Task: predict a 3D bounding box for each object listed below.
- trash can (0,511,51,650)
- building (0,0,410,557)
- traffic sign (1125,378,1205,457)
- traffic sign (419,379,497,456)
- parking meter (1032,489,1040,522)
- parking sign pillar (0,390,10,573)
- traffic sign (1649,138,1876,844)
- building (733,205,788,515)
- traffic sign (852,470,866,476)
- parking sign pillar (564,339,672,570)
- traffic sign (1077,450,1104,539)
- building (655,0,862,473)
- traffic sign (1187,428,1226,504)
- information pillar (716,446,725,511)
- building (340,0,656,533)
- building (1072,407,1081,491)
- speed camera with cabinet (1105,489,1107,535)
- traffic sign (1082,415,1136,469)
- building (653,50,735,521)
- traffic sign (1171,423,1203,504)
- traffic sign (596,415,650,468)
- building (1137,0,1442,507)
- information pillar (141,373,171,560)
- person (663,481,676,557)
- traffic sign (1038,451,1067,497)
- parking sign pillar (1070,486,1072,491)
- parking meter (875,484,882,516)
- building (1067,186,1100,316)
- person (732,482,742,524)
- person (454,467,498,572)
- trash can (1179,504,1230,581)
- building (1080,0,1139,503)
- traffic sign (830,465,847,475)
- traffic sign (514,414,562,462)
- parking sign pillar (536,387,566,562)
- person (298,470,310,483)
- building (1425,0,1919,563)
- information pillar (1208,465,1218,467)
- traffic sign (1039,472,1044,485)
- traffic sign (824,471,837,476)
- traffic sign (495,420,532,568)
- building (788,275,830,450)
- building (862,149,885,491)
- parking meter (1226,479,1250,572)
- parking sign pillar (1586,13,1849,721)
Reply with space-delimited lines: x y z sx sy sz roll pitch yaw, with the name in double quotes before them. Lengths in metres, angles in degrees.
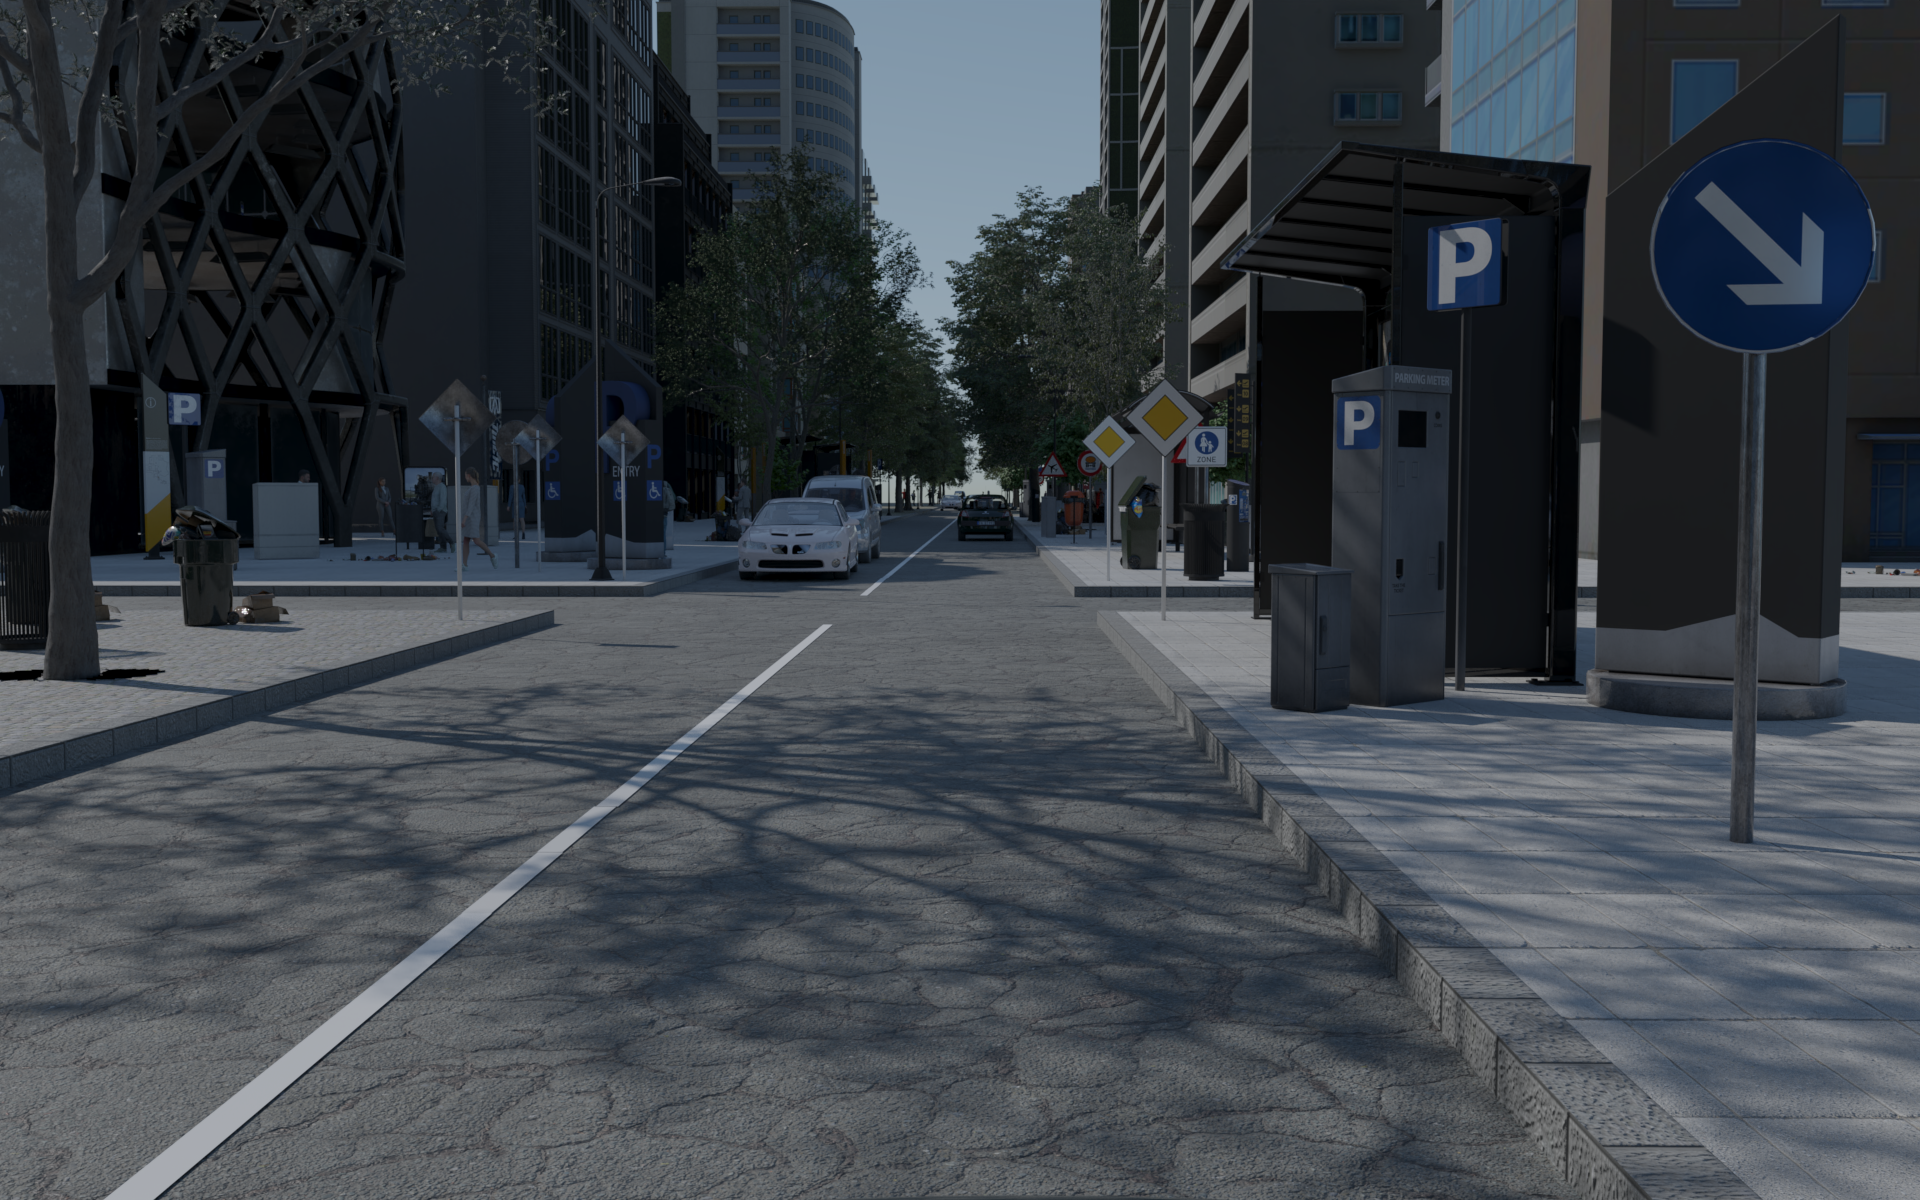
"trash can" -7.772 -0.169 14.414 0.748 1.137 0.748 0 3 0
"building" -22.830 -10.703 42.440 16.820 18.784 16.811 0 4 1
"traffic sign" 2.083 -0.935 17.480 0.795 2.593 0.064 0 4 1
"traffic sign" -5.110 -0.943 17.613 0.795 2.593 0.064 0 4 1
"parking meter" 3.474 -4.324 79.103 0.372 1.533 0.369 0 3 0
"parking sign pillar" -16.231 -2.447 28.474 1.447 3.967 1.447 0 4 4
"traffic sign" 2.886 -0.380 6.317 0.768 2.556 0.104 1 4 8
"building" -27.165 -16.550 115.640 27.650 21.520 28.899 0 4 1
"traffic sign" -5.287 -5.534 90.591 0.768 2.556 0.104 0 4 8
"parking sign pillar" -5.694 -2.524 29.742 1.447 3.967 1.447 3 4 38
"traffic sign" 3.746 -3.032 49.686 0.768 2.556 0.104 1 4 9
"building" -23.156 -40.651 206.643 21.231 58.520 28.212 0 4 1
"traffic sign" 3.746 -1.482 26.359 0.606 2.300 0.079 1 4 8
"information pillar" -11.740 -5.716 84.812 0.183 3.616 0.504 3 5 40
"building" -21.096 -16.812 68.379 14.314 27.812 24.014 0 4 1
"building" 29.112 -23.561 230.255 27.650 21.520 28.899 0 4 1
"speed camera with cabinet" 5.606 -3.684 54.576 2.038 3.252 0.660 1 4 10
"traffic sign" 2.208 -1.423 25.464 0.795 2.593 0.064 0 4 1
"building" -18.947 -15.870 89.158 12.332 23.373 15.834 0 4 1
"traffic sign" 4.025 -1.802 29.466 0.884 2.594 0.081 0 4 6
"traffic sign" -4.985 -1.432 25.597 0.795 2.593 0.064 0 4 1
"building" 24.375 -30.618 124.307 21.300 48.544 21.600 0 4 1
"information pillar" -15.695 -2.596 33.801 0.183 3.616 0.504 3 5 40
"person" -5.718 -1.612 32.392 0.794 1.824 0.713 0 4 -7
"traffic sign" 2.829 -3.232 52.847 0.884 2.594 0.081 0 4 4
"parking sign pillar" 6.105 -6.707 98.130 1.447 3.967 1.447 0 4 2
"parking meter" -4.701 -5.746 99.651 0.255 1.863 0.399 3 5 41
"building" 22.751 -36.774 251.370 14.600 45.320 14.200 0 4 1
"person" -9.541 -4.188 74.872 0.532 1.782 0.716 3 5 45
"person" -8.087 -1.349 28.850 0.466 1.731 0.760 3 5 41
"trash can" 3.631 -0.862 25.749 0.748 1.137 0.748 0 3 0
"building" 25.045 -46.803 203.479 20.563 71.187 20.611 0 4 1
"traffic sign" -5.339 -4.632 75.832 0.768 2.556 0.104 0 4 2
"traffic sign" -6.942 -1.759 28.492 0.795 2.593 0.064 0 4 3
"parking sign pillar" -7.407 -2.732 33.143 1.447 3.967 1.447 2 4 24
"person" -13.871 -1.867 36.752 0.466 1.800 0.511 -1 4 -11
"building" 19.126 -23.706 37.697 14.200 45.320 14.600 0 4 1
"information pillar" 14.422 -6.537 98.236 0.183 3.616 0.504 -2 4 -33
"traffic sign" 4.410 -5.990 98.047 0.768 2.556 0.104 0 4 2
"traffic sign" -5.644 -4.479 75.365 0.606 2.300 0.079 1 4 9
"traffic sign" -7.676 -1.825 29.947 0.768 2.556 0.104 1 4 10
"building" -25.994 -18.314 144.470 27.650 21.520 28.899 0 4 1
"building" -22.558 -37.714 236.235 23.786 49.044 30.456 0 4 1
"parking meter" 4.602 -1.238 28.650 0.372 1.533 0.369 0 3 0
"parking sign pillar" 4.566 -1.340 10.388 1.447 3.967 1.447 3 5 40
